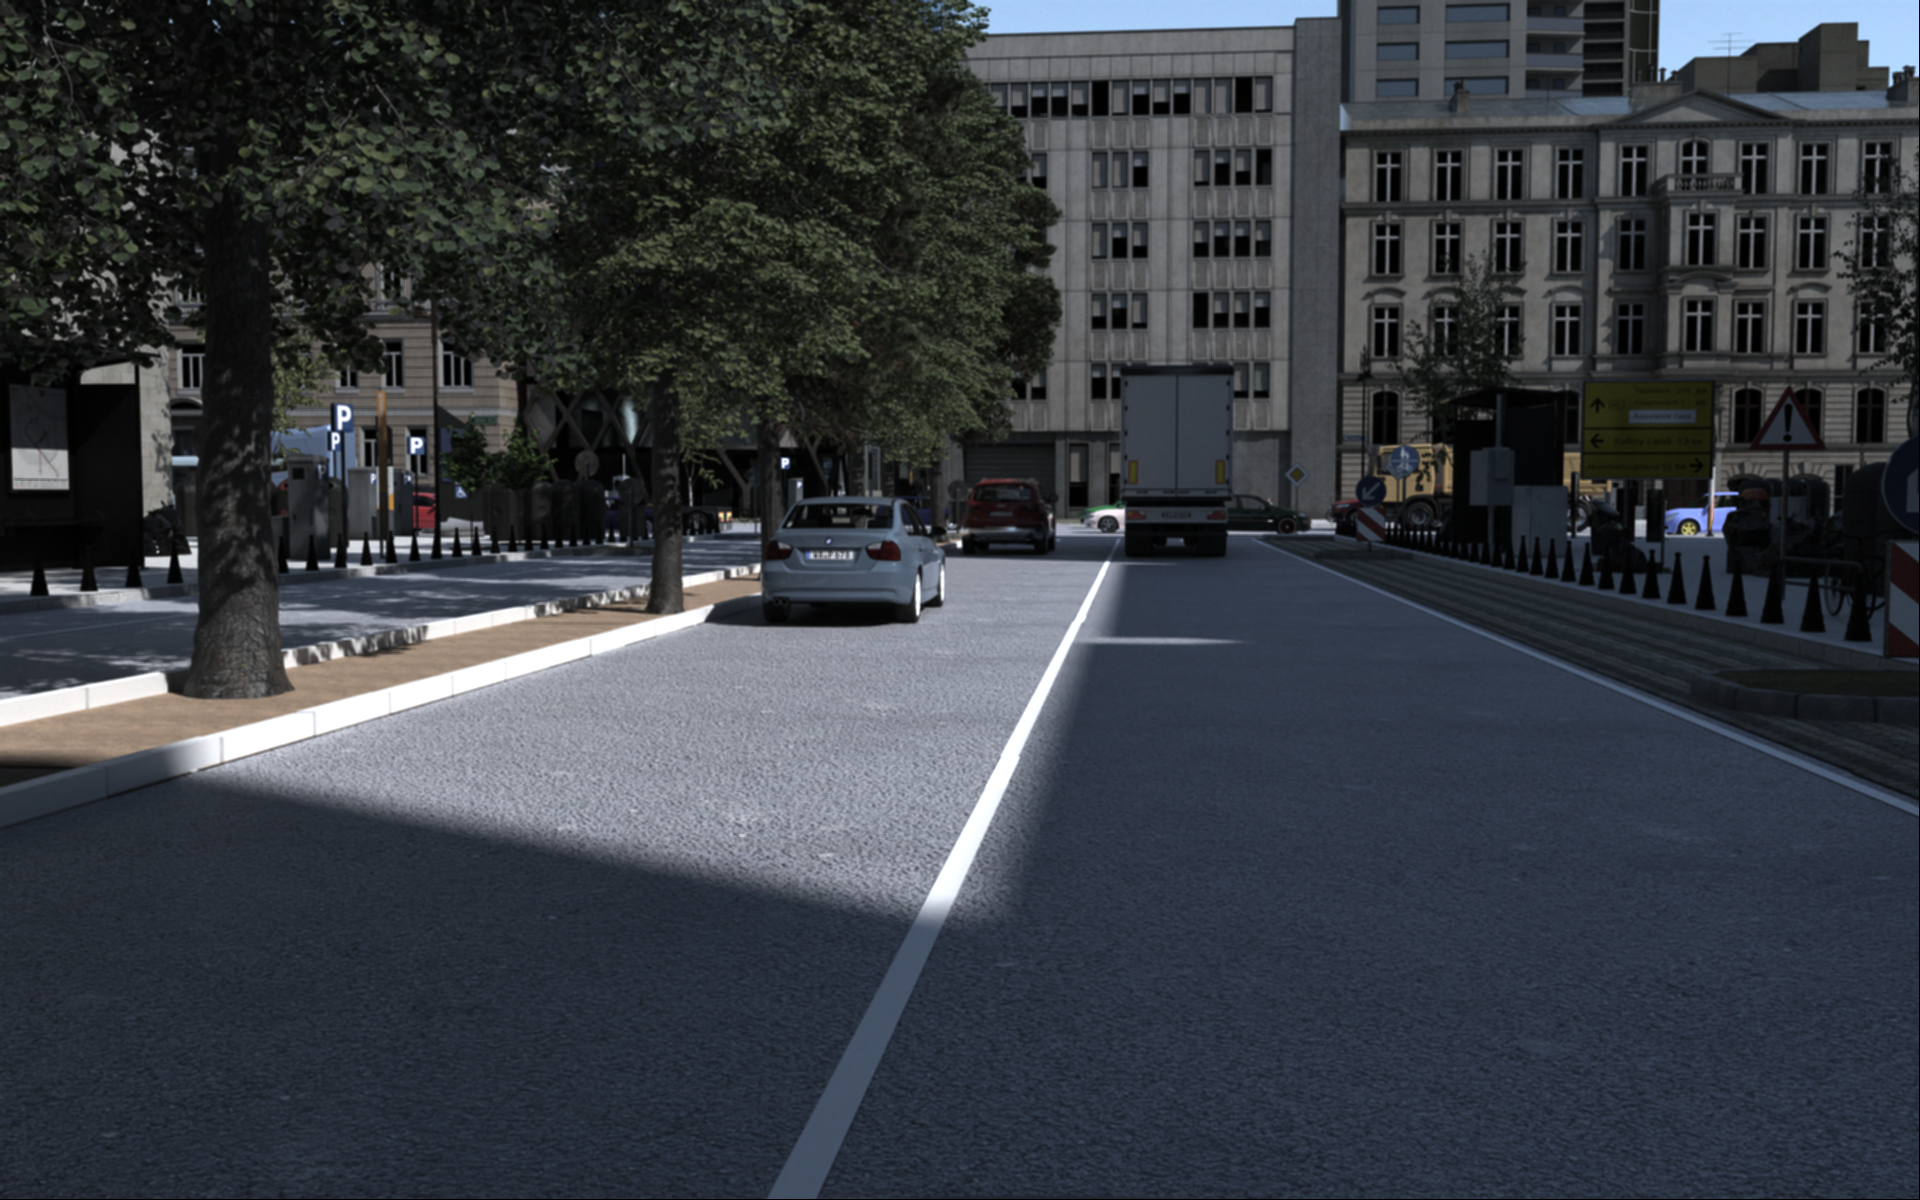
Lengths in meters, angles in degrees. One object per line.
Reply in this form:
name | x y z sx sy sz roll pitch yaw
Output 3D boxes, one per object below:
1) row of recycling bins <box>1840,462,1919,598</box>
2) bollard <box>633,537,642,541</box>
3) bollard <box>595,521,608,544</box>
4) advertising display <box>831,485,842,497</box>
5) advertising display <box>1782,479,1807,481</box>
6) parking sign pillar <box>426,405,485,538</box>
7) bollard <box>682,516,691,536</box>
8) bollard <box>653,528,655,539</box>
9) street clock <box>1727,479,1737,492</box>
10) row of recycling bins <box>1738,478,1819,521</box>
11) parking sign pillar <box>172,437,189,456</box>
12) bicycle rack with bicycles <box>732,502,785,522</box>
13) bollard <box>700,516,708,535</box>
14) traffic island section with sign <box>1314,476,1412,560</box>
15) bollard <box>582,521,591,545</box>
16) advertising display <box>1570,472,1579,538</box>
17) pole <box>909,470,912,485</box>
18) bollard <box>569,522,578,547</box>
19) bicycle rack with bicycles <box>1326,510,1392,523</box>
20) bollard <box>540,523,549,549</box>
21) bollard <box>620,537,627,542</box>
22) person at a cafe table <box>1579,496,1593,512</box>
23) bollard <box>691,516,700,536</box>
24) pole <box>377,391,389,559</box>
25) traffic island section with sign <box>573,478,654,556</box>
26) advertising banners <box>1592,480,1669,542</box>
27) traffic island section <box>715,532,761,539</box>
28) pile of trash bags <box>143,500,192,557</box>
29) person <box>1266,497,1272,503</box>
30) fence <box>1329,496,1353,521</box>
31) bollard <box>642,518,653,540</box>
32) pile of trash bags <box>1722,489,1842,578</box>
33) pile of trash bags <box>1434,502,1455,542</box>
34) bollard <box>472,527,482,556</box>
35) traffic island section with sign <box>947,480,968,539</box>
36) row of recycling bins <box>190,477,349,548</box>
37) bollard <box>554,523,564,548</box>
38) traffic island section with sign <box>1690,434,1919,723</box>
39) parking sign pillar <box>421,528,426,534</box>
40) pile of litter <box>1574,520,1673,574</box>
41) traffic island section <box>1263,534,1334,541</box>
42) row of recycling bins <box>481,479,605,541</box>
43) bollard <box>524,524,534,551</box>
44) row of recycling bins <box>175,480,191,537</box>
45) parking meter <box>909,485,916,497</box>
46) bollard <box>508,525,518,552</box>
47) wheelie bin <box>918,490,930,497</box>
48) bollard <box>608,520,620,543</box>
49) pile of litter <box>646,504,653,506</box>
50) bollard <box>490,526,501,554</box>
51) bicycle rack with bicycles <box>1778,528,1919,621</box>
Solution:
row of recycling bins | 11.874 -0.848 20.978 1.069 1.692 3.534 0 4 -2
bollard | -8.930 -1.925 47.516 0.229 0.601 0.229 0 3 0
bollard | -9.253 -1.736 44.425 0.229 0.601 0.229 0 3 0
advertising display | -8.905 -7.224 123.331 0.974 1.923 0.123 0 4 1
advertising display | 35.527 -4.192 73.747 0.974 1.923 0.123 2 4 27
parking sign pillar | -14.908 -3.855 51.505 1.447 3.967 1.447 -2 4 -32
bollard | -8.391 -2.238 52.630 0.229 0.601 0.229 0 3 0
bollard | -8.714 -2.050 49.558 0.229 0.601 0.229 0 3 0
street clock | 37.323 -4.845 83.792 0.471 2.002 0.358 -3 4 -36
row of recycling bins | 21.678 -2.357 45.650 3.534 1.692 1.069 -2 4 -34
parking sign pillar | -37.141 -5.735 82.240 1.447 3.967 1.447 2 4 35
bicycle rack with bicycles | -9.160 -4.008 78.915 2.925 0.926 2.852 2 4 29
bollard | -8.179 -2.363 54.681 0.229 0.601 0.229 0 3 0
traffic island section with sign | 8.917 -1.826 38.480 1.989 1.847 2.006 0 4 6
bollard | -9.362 -1.673 43.396 0.229 0.601 0.229 0 3 0
advertising display | 17.984 -2.780 50.673 0.123 1.923 0.974 2 4 26
pole | -4.132 -9.255 145.158 0.158 3.312 0.155 0 3 0
bollard | -9.467 -1.611 42.375 0.229 0.601 0.229 0 3 0
bicycle rack with bicycles | 17.576 -3.858 76.461 2.925 0.926 2.852 2 4 27
bollard | -9.683 -1.486 40.330 0.229 0.601 0.229 0 3 0
bollard | -9.040 -1.862 46.483 0.229 0.601 0.229 0 3 0
person at a cafe table | 30.313 -4.645 84.462 1.698 1.524 1.622 1 4 13
bollard | -8.287 -2.301 53.655 0.229 0.601 0.229 0 3 0
pole | -11.458 -2.481 34.406 0.158 3.312 0.155 0 3 0
traffic island section with sign | -7.885 -1.979 40.976 1.989 1.847 2.006 0 4 6
advertising banners | 17.870 -3.069 46.373 2.074 3.025 0.090 1 4 23
traffic island section | -6.634 -2.068 56.092 2.009 0.180 2.903 0 4 6
pile of trash bags | -17.913 -1.623 36.291 3.447 1.369 1.912 0 4 7
person | 12.763 -3.593 71.519 0.394 1.301 0.425 -2 4 -31
fence | 18.752 -4.397 83.099 2.264 1.192 0.480 -1 4 -13
bollard | -8.821 -1.988 48.537 0.229 0.601 0.229 0 3 0
pile of trash bags | 13.313 -1.117 28.016 1.912 1.369 3.447 0 4 5
pile of trash bags | 14.053 -2.181 45.410 1.912 1.369 3.447 -1 4 -22
bollard | -10.114 -1.234 36.223 0.229 0.601 0.229 0 3 0
traffic island section with sign | -0.140 -2.906 55.649 2.006 1.907 1.989 0 4 6
row of recycling bins | -16.401 -2.105 41.532 3.534 1.692 1.069 0 4 3
bollard | -9.579 -1.548 41.354 0.229 0.601 0.229 0 3 0
traffic island section with sign | 6.112 -0.186 11.671 1.989 1.847 2.006 0 4 6
parking sign pillar | -16.693 -4.130 55.999 1.447 3.967 1.447 -1 4 -12
pile of litter | 10.943 -0.891 28.534 1.176 0.858 1.719 -1 4 -19
traffic island section | 10.563 -1.958 54.290 2.009 0.180 2.903 0 4 6
row of recycling bins | -11.417 -2.516 48.244 1.069 1.692 3.534 3 5 43
bollard | -9.790 -1.423 39.309 0.229 0.601 0.229 0 3 0
row of recycling bins | -23.504 -2.815 53.146 1.069 1.692 3.534 -1 4 -19
parking meter | -3.012 -6.395 110.276 0.399 1.863 0.255 -1 4 -13
bollard | -9.896 -1.361 38.287 0.229 0.601 0.229 0 3 0
wheelie bin | -2.421 -6.894 120.621 0.980 1.594 0.693 -1 4 -10
bollard | -9.145 -1.798 45.446 0.229 0.601 0.229 0 3 0
pile of litter | -14.442 -3.980 79.038 1.176 0.858 1.719 2 4 28
bollard | -10.004 -1.298 37.259 0.229 0.601 0.229 0 3 0
bicycle rack with bicycles | 9.789 -0.271 17.817 2.852 0.926 2.925 0 4 2
